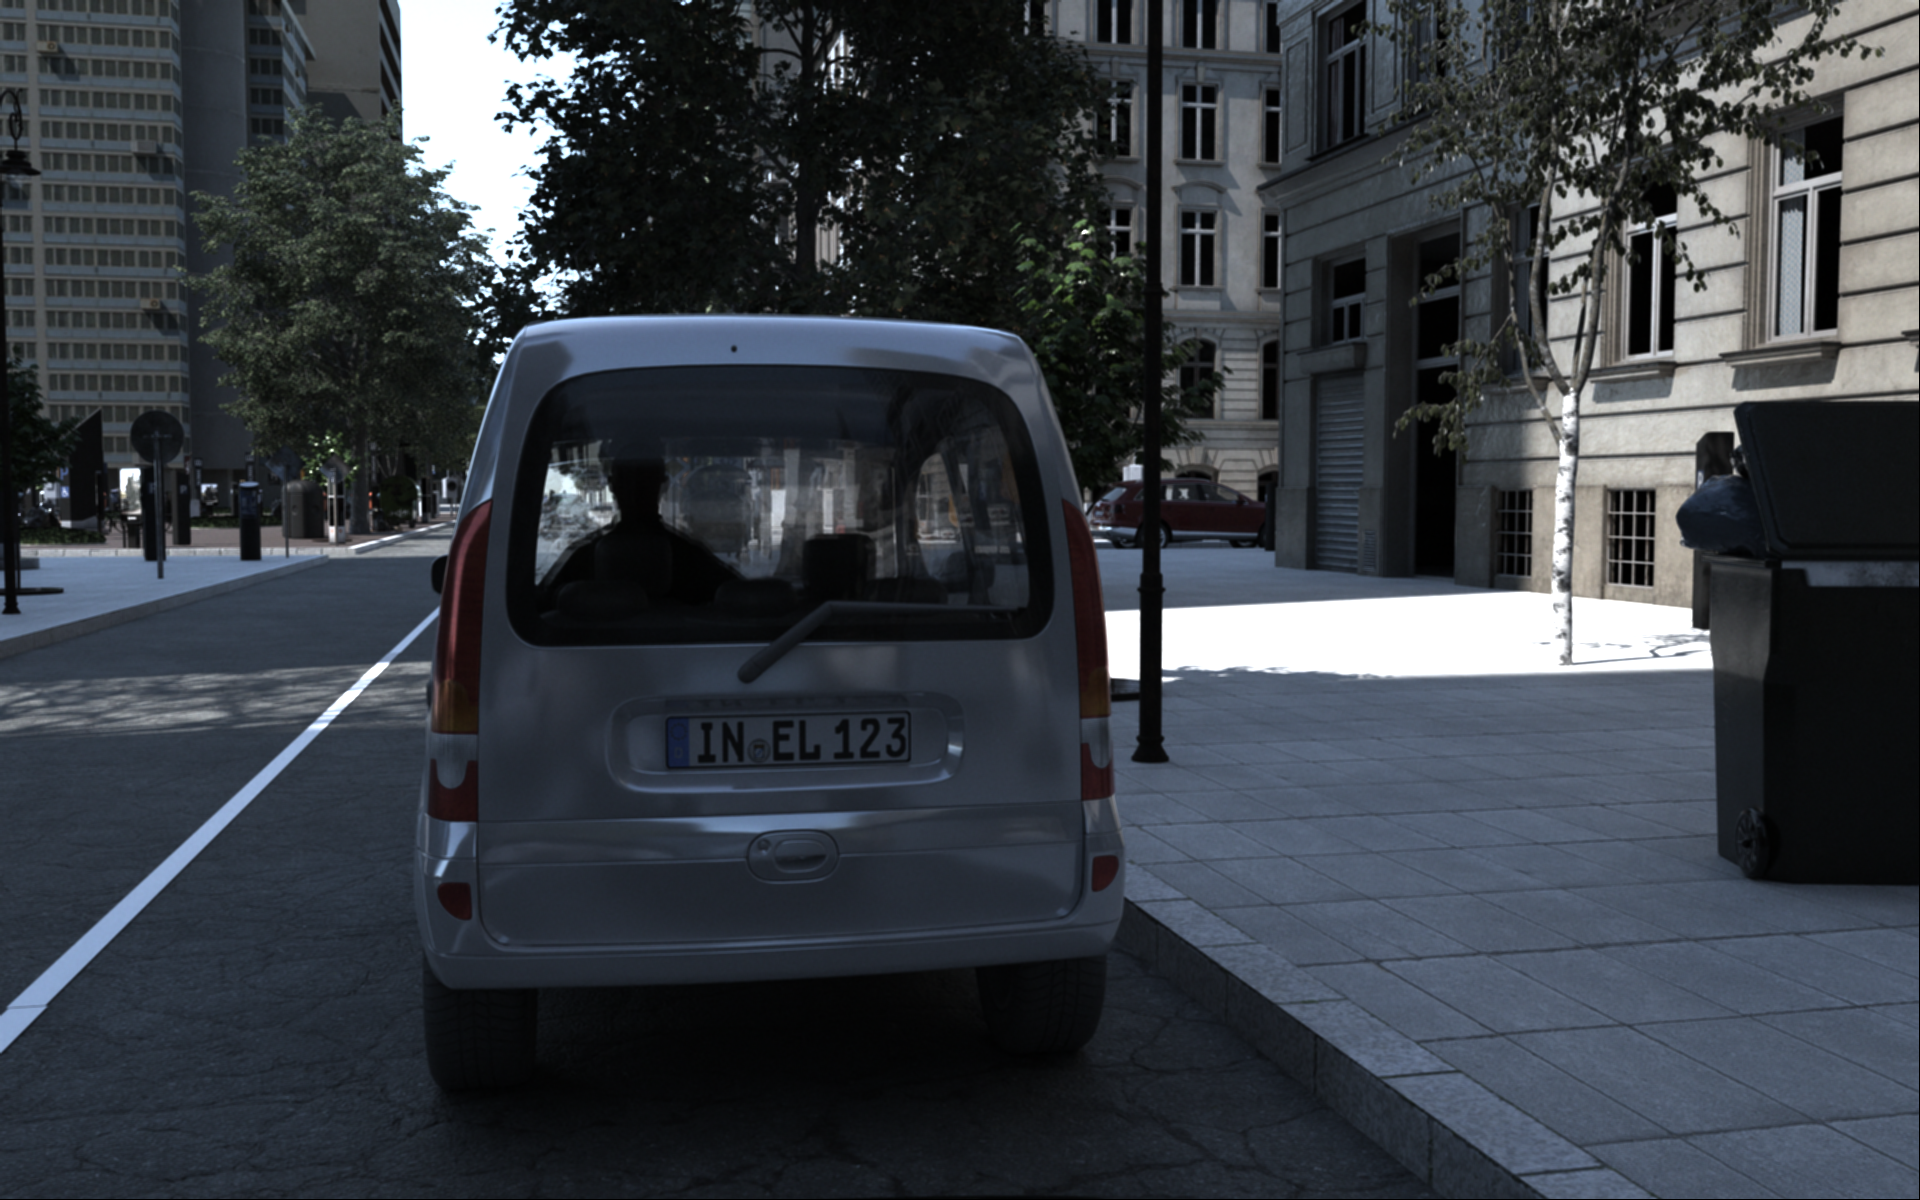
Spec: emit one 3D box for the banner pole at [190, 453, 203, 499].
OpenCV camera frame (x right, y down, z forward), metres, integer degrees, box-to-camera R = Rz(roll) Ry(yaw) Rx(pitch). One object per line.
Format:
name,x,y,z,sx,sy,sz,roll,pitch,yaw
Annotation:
banner pole,-46.162,-7.012,104.660,0.863,3.779,0.401,-3,4,-36

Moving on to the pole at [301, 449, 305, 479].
pole,-29.943,-5.206,78.953,0.158,3.312,0.155,0,3,0

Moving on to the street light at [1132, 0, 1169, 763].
street light,0.916,-2.164,8.164,0.468,5.910,1.993,-1,4,-13

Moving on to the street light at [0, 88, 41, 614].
street light,-10.172,-2.789,18.393,0.468,5.910,1.993,-1,4,-13

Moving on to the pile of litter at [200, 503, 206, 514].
pile of litter,-45.453,-5.474,103.461,1.176,0.858,1.719,2,4,24

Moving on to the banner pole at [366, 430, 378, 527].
banner pole,-22.859,-4.725,67.275,0.401,3.779,0.863,1,4,15

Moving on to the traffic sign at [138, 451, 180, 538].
traffic sign,-13.738,-1.810,29.693,0.768,2.556,0.104,0,4,-6

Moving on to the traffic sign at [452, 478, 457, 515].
traffic sign,-31.496,-6.437,107.370,0.606,2.300,0.079,-1,4,-13

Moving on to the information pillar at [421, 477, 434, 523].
information pillar,-23.396,-4.365,75.860,0.304,2.012,0.304,1,4,9

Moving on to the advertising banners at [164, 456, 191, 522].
advertising banners,-35.262,-5.014,78.162,0.090,3.025,2.074,1,4,8

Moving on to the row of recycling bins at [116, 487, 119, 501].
row of recycling bins,-48.348,-5.734,100.862,1.069,1.692,3.534,-1,4,-10

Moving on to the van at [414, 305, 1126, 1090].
van,-0.743,0.083,5.651,2.013,2.044,4.112,-1,4,-11

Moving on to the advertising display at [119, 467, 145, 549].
advertising display,-19.556,-2.186,40.957,0.974,1.923,0.123,2,4,35

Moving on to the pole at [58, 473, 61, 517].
pole,-50.124,-6.273,96.410,0.158,3.312,0.155,0,3,0

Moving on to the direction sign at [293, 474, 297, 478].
direction sign,-33.446,-5.762,86.208,0.876,3.537,0.379,-3,5,-40

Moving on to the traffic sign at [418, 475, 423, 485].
traffic sign,-33.050,-6.536,106.860,0.884,2.594,0.081,0,4,-5

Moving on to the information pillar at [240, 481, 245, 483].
information pillar,-38.835,-5.476,94.032,0.304,2.012,0.304,1,4,13

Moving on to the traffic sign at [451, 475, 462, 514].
traffic sign,-33.207,-6.973,114.115,0.768,2.556,0.104,-1,4,-11

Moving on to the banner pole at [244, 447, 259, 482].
banner pole,-37.305,-6.206,91.477,0.863,3.779,0.401,-3,4,-36

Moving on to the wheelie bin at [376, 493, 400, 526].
wheelie bin,-22.797,-3.746,69.157,0.980,1.594,0.693,-2,4,-29

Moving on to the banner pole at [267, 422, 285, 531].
banner pole,-23.546,-4.269,59.820,0.401,3.779,0.863,3,5,40

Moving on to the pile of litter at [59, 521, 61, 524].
pile of litter,-37.265,-3.568,72.308,1.719,0.858,1.176,3,4,38

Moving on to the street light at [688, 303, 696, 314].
street light,-5.607,-3.879,36.210,0.468,5.910,1.993,-1,4,-13

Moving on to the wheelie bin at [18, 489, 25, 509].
wheelie bin,-42.941,-4.337,78.821,0.980,1.594,0.693,0,4,2

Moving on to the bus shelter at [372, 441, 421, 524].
bus shelter,-24.745,-5.207,76.414,1.731,3.624,6.357,-1,4,-13

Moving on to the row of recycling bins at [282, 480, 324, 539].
row of recycling bins,-19.385,-2.679,50.921,1.069,1.692,3.534,-2,4,-26

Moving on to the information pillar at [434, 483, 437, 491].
information pillar,-33.437,-6.450,109.944,0.304,2.012,0.304,2,4,35

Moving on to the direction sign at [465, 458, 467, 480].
direction sign,-30.192,-6.966,105.885,0.379,3.537,0.876,-1,4,-15

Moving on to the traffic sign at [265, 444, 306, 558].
traffic sign,-13.541,-1.906,34.813,0.795,2.450,0.064,-1,4,-13

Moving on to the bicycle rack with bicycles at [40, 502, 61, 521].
bicycle rack with bicycles,-44.014,-4.200,82.045,2.925,0.926,2.852,1,4,20

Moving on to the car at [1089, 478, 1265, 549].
car,5.815,-2.072,42.557,5.304,1.827,2.281,-1,4,-15

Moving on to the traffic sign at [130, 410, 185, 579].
traffic sign,-12.154,-1.599,26.256,0.768,2.556,0.104,-1,4,-12

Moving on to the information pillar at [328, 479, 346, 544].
information pillar,-15.964,-2.438,44.354,0.304,2.012,0.304,3,4,37

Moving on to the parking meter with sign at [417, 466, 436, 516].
parking meter with sign,-31.626,-6.501,102.545,0.543,3.016,1.738,0,4,6

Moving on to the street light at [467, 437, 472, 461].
street light,-33.158,-8.844,117.387,0.468,5.910,1.993,-1,4,-13

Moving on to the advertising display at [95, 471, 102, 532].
advertising display,-24.593,-2.707,49.469,0.123,1.923,0.974,-2,4,-28

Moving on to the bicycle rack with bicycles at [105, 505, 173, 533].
bicycle rack with bicycles,-27.152,-2.700,57.527,2.852,0.926,2.925,3,5,40

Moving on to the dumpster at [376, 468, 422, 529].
dumpster,-21.034,-3.818,64.921,1.502,2.255,1.985,-1,4,-13

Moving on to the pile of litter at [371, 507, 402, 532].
pile of litter,-19.839,-2.799,59.729,1.176,0.858,1.719,-2,4,-24

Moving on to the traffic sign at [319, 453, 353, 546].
traffic sign,-15.338,-2.382,42.594,0.795,2.450,0.064,-1,4,-13

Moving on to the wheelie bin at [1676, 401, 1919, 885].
wheelie bin,2.924,0.123,5.904,0.980,1.594,0.693,0,4,4

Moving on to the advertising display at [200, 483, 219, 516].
advertising display,-43.739,-5.855,100.950,0.974,1.923,0.123,-1,4,-12
